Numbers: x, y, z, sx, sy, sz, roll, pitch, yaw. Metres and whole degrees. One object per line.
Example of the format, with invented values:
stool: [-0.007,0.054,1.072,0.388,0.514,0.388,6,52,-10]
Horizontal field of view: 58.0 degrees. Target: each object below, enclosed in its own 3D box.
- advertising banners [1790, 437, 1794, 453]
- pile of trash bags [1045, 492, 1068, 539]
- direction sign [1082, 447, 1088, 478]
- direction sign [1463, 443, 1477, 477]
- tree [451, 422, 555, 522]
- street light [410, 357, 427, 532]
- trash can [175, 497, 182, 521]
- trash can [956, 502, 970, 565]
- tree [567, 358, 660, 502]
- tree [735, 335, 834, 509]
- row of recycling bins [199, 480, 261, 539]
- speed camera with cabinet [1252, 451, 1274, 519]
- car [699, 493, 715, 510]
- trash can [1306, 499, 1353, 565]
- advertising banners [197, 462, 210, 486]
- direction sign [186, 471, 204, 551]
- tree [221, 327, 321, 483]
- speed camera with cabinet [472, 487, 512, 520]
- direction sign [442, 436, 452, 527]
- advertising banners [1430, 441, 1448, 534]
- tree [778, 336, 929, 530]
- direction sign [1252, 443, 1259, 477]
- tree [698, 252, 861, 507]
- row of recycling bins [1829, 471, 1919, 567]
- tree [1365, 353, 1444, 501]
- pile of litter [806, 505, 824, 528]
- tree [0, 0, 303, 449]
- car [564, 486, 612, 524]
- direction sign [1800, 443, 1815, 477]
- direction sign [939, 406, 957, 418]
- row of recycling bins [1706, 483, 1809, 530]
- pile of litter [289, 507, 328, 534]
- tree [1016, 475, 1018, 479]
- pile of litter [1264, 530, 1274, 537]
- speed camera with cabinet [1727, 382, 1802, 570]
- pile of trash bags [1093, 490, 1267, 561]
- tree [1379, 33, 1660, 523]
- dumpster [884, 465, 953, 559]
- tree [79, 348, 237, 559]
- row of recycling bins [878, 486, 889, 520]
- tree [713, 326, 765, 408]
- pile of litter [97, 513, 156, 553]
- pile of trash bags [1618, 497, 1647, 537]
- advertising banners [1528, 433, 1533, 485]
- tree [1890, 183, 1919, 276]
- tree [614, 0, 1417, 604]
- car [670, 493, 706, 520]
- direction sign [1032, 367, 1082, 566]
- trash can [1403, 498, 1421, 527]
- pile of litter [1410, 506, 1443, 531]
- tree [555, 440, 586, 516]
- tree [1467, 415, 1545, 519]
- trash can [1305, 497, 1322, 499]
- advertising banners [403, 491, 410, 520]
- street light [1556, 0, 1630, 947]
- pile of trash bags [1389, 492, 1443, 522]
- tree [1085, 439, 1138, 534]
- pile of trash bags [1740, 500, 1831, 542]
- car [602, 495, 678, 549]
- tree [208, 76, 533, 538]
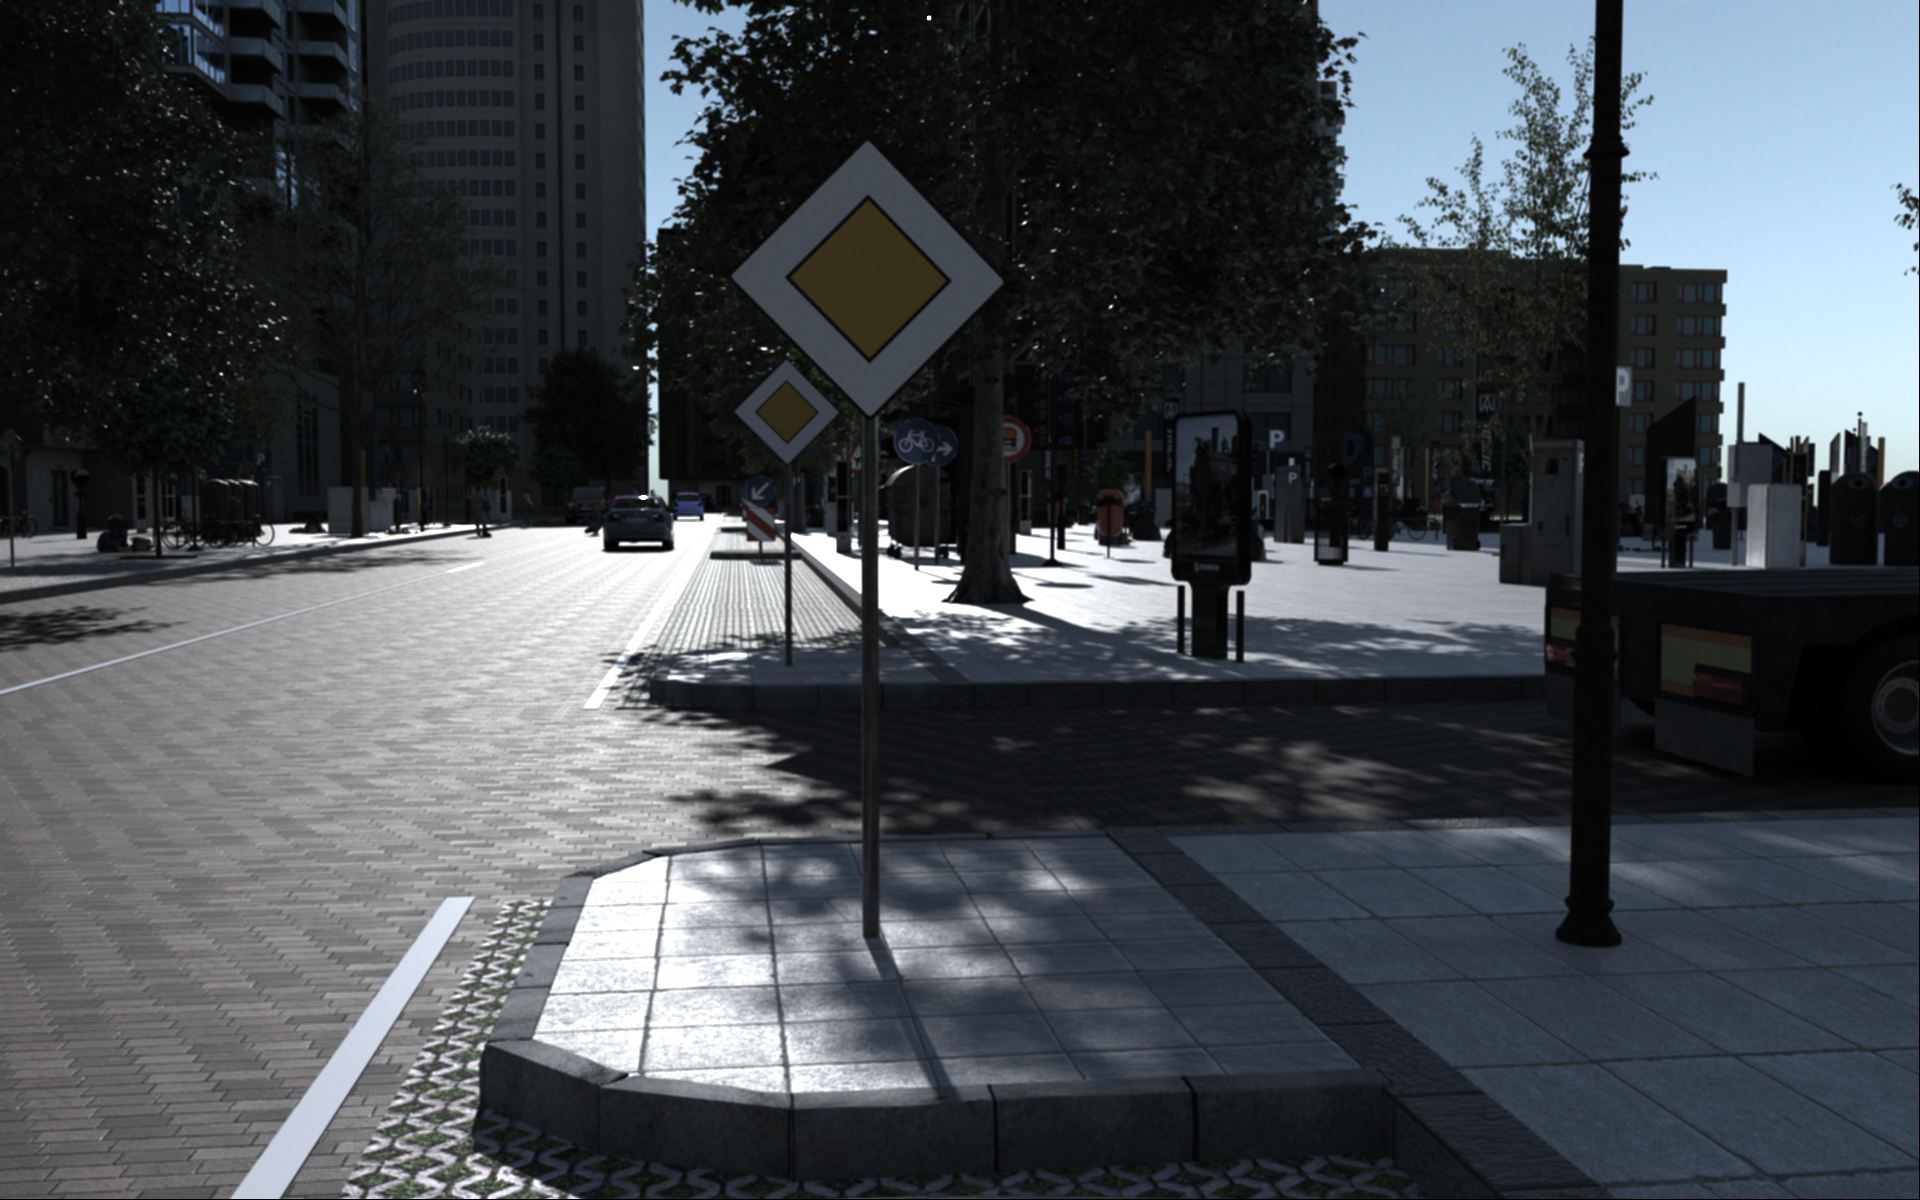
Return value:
advertising banners: [25.579,-3.510,53.576,0.090,3.025,2.074,1,4,18]
pile of trash bags: [4.084,-2.400,48.991,3.447,1.369,1.912,1,4,18]
direction sign: [5.733,-5.570,83.058,0.876,3.537,0.379,-2,4,-28]
direction sign: [22.608,-5.180,76.694,0.379,3.537,0.876,-2,4,-31]
tree: [-21.826,-5.844,79.261,4.285,4.588,4.351,0,3,0]
street light: [-18.261,-5.251,58.647,0.468,5.910,1.993,0,4,-7]
trash can: [-35.364,-4.109,78.831,0.748,1.137,0.748,0,3,0]
trash can: [0.306,-1.133,30.172,0.748,1.137,0.748,0,3,0]
tree: [-32.142,-15.385,158.191,9.857,13.997,8.962,0,3,0]
tree: [-10.080,-11.423,104.894,7.486,12.596,7.792,0,3,0]
row of recycling bins: [-21.310,-2.667,50.725,1.069,1.692,3.534,0,4,-5]
speed camera with cabinet: [13.899,-5.193,79.243,0.660,3.252,2.038,3,4,39]
car: [-22.553,-8.728,152.494,2.009,1.686,4.222,0,4,-7]
trash can: [6.729,-1.207,31.380,0.748,1.137,0.748,0,3,0]
advertising banners: [-24.827,-3.818,58.609,2.074,3.025,0.090,-1,4,-9]
direction sign: [-17.306,-2.880,39.082,0.379,3.537,0.876,-2,4,-31]
tree: [-26.849,-7.067,65.911,4.737,8.622,4.395,0,3,0]
speed camera with cabinet: [-23.131,-5.577,85.520,0.660,3.252,2.038,2,4,35]
direction sign: [-20.107,-4.633,67.746,0.379,3.537,0.876,-1,4,-23]
advertising banners: [15.845,-3.666,56.127,0.090,3.025,2.074,-1,4,-20]
tree: [-2.987,-5.951,47.659,4.360,8.622,3.978,0,3,0]
direction sign: [13.027,-5.226,77.445,0.379,3.537,0.876,-2,4,-32]
tree: [-7.719,-10.691,81.452,9.857,13.997,8.962,0,3,0]
row of recycling bins: [17.159,-1.432,30.533,1.069,1.692,3.534,-3,4,-37]
tree: [23.057,-8.493,89.231,4.737,8.622,4.395,0,3,0]
pile of litter: [-5.513,-3.181,65.977,1.719,0.858,1.176,1,4,16]
tree: [-14.189,-6.528,23.741,9.611,12.733,9.660,0,3,0]
car: [-18.082,-4.638,84.497,2.281,1.827,5.304,0,4,-8]
direction sign: [37.824,-5.228,77.479,0.379,3.537,0.876,-1,4,-22]
direction sign: [-0.165,-3.218,44.612,0.876,3.537,0.379,2,4,35]
row of recycling bins: [28.485,-3.354,61.953,3.534,1.692,1.069,0,4,-1]
pile of litter: [-21.342,-2.621,56.811,1.176,0.858,1.719,-2,4,-35]
tree: [1.632,-4.766,72.518,1.663,3.219,1.824,0,3,0]
pile of litter: [8.571,-2.293,51.452,1.719,0.858,1.176,0,4,6]
speed camera with cabinet: [13.969,-2.187,30.086,0.660,3.252,2.038,0,4,5]
pile of trash bags: [4.381,-1.506,34.382,3.447,1.369,1.912,1,4,14]
tree: [9.224,-4.754,28.096,4.360,8.622,3.978,0,3,0]
dumpster: [-0.825,-1.780,34.866,1.264,1.857,1.865,0,4,-7]
tree: [-16.089,-3.121,34.741,4.285,4.588,4.351,0,3,0]
row of recycling bins: [-3.174,-4.909,87.372,1.069,1.692,3.534,2,4,25]
tree: [-17.400,-18.933,165.446,12.611,20.169,13.585,0,3,0]
pile of litter: [-18.603,-1.519,38.806,1.176,0.858,1.719,1,4,18]
pile of trash bags: [20.178,-2.611,52.436,1.912,1.369,3.447,-2,4,-32]
advertising banners: [17.102,-3.339,50.772,0.090,3.025,2.074,3,5,43]
tree: [20.803,-5.020,32.434,4.737,8.622,4.395,0,3,0]
tree: [0.439,-6.314,20.237,9.611,12.733,9.660,0,3,0]
car: [-14.961,-5.245,95.342,1.945,1.707,3.694,-1,4,-9]
direction sign: [1.646,-2.373,30.797,0.876,3.537,0.379,3,4,38]
trash can: [17.807,-3.462,68.253,0.748,1.137,0.748,0,3,0]
pile of litter: [16.563,-2.887,61.162,1.719,0.858,1.176,-2,4,-35]
tree: [-24.014,-7.326,103.499,4.285,4.588,4.351,0,3,0]
tree: [22.605,-5.380,71.677,4.285,4.588,4.351,0,3,0]
trash can: [15.562,-3.956,76.340,0.748,1.137,0.748,0,3,0]
advertising banners: [-25.367,-5.085,79.329,0.090,3.025,2.074,0,4,-3]
street light: [1.811,-1.959,4.810,0.468,5.910,1.993,0,4,-7]
pile of trash bags: [20.726,-4.327,80.495,3.447,1.369,1.912,0,4,1]
tree: [4.743,-3.682,54.802,1.663,3.219,1.824,0,3,0]
pile of trash bags: [22.784,-2.321,47.708,1.912,1.369,3.447,-1,4,-19]
car: [-8.545,-2.091,46.188,2.014,1.417,4.499,-1,4,-8]
tree: [-17.580,-8.567,50.439,12.009,13.543,11.850,0,3,0]
